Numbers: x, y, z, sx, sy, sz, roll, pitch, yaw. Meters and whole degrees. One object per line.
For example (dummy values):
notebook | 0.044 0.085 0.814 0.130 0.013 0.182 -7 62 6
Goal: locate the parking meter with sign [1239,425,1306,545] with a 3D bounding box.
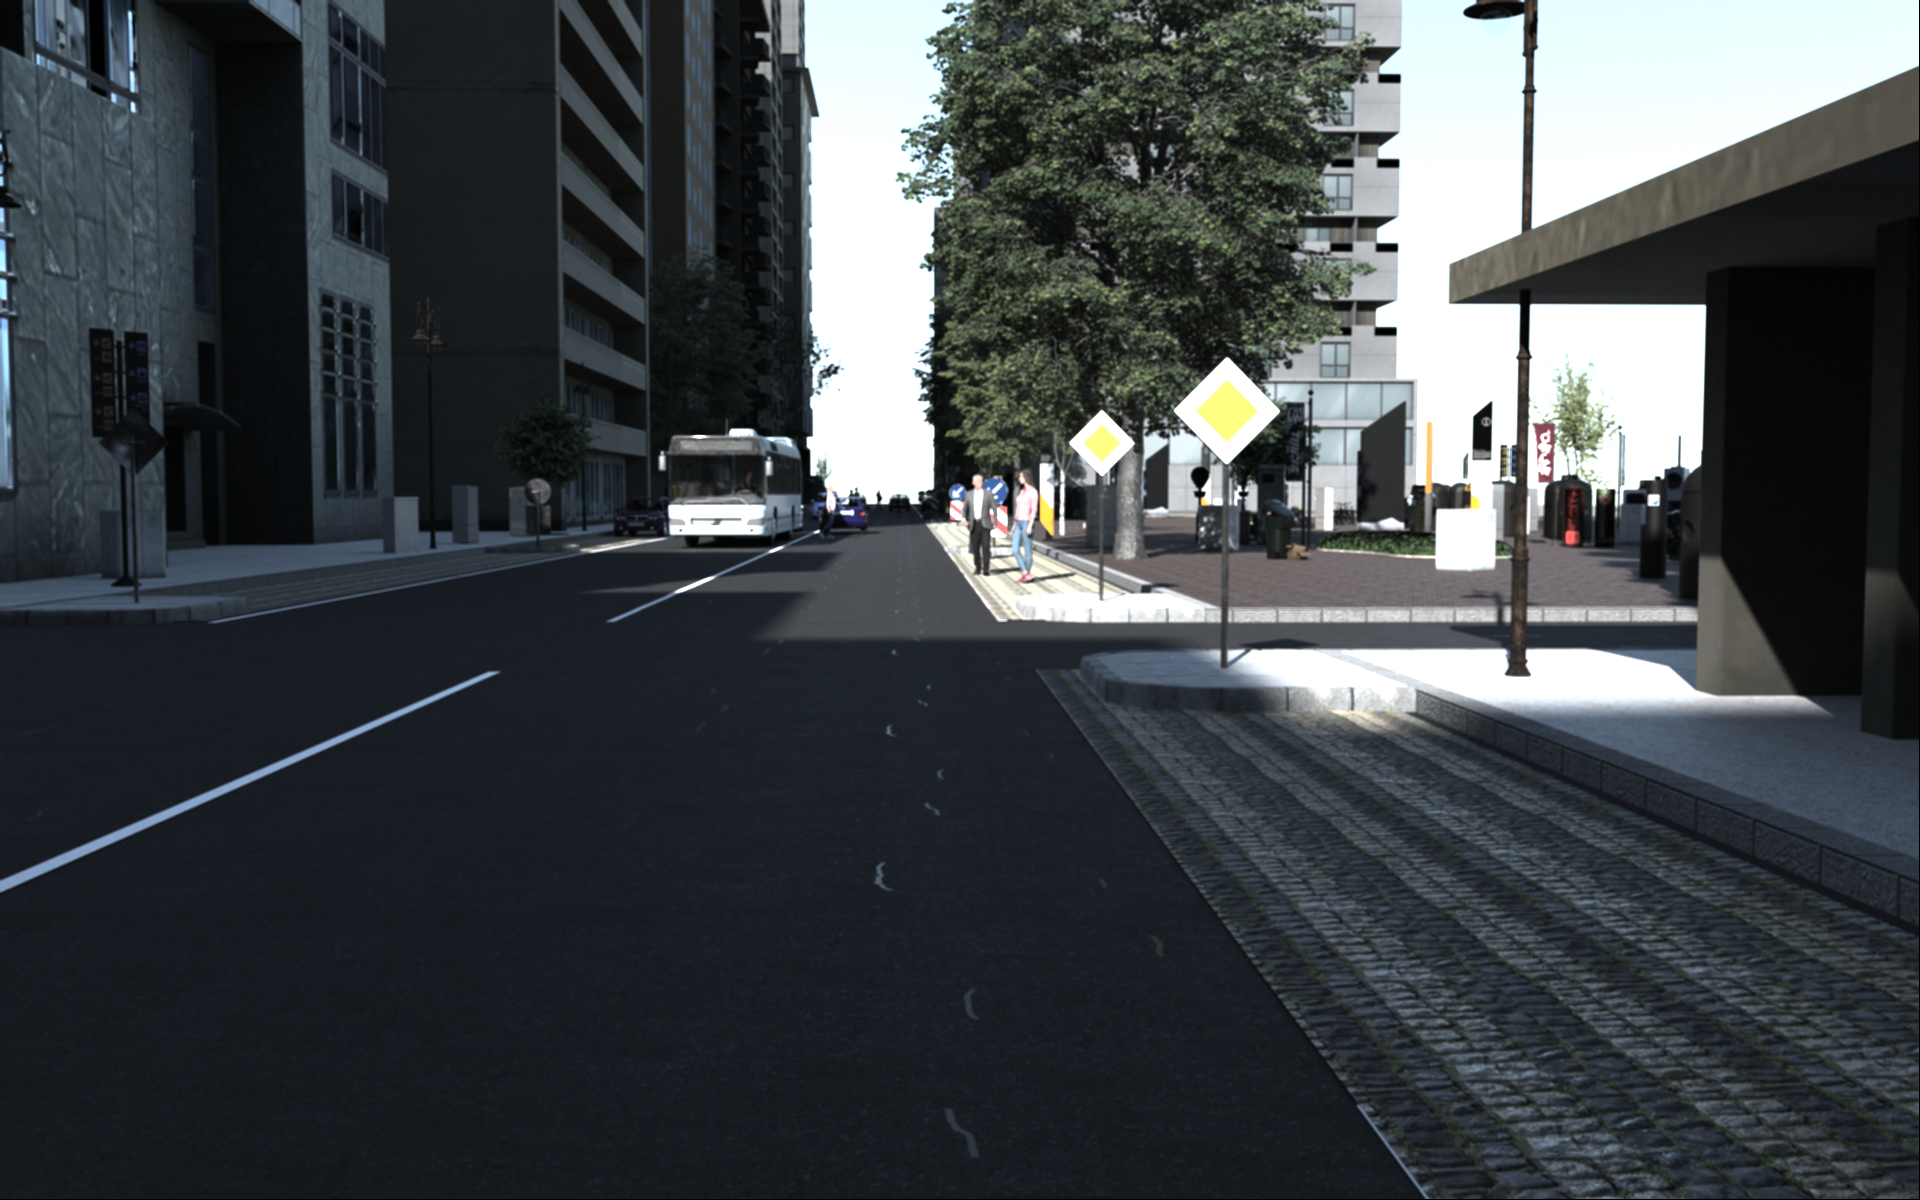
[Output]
parking meter with sign | 7.912 -2.925 44.092 1.738 3.016 0.543 1 4 12

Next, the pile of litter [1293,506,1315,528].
pile of litter | 12.658 -3.154 65.534 1.719 0.858 1.176 1 4 17

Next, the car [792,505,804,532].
car | -7.022 -3.308 66.446 2.083 1.381 4.827 0 4 -3

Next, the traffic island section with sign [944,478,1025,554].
traffic island section with sign | 0.690 -2.061 42.318 1.989 1.847 2.006 0 4 -2

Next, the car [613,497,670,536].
car | -10.747 -2.862 59.382 1.945 1.354 3.894 0 3 0

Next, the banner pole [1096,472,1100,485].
banner pole | 7.844 -6.449 95.452 0.863 3.779 0.401 -1 4 -22

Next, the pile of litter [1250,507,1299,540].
pile of litter | 8.256 -2.081 47.982 1.176 0.858 1.719 -3 5 -43

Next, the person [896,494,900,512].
person | -4.901 -7.640 136.674 0.557 1.426 1.065 0 4 -7

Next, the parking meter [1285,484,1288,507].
parking meter | 16.791 -5.145 89.839 0.255 1.863 0.399 -3 5 -43

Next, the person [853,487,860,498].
person | -5.675 -5.325 95.580 0.581 1.822 0.654 -3 5 -44

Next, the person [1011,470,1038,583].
person | 1.018 -1.177 27.753 0.388 1.821 0.555 -3 5 -42

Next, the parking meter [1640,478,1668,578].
parking meter | 10.640 -1.110 26.560 0.372 1.533 0.369 0 3 0

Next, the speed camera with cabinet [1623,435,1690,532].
speed camera with cabinet | 23.437 -3.914 58.327 2.038 3.252 0.660 3 5 43

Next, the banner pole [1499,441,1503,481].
banner pole | 25.589 -5.619 81.894 0.401 3.779 0.863 2 4 28

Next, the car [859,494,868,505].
car | -13.376 -13.568 232.064 2.015 1.641 3.980 0 4 -3

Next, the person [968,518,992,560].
person | 0.417 -1.754 37.595 0.576 1.772 0.534 1 4 19

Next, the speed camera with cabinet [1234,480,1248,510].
speed camera with cabinet | 13.775 -5.546 85.017 0.660 3.252 2.038 0 4 7

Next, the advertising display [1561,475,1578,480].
advertising display | 20.264 -3.205 57.614 0.123 1.923 0.974 0 4 -7

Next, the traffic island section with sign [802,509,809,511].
traffic island section with sign | -13.845 -8.485 147.363 1.989 1.847 2.006 0 4 -2

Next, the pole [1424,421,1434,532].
pole | 13.159 -3.348 48.588 0.158 3.312 0.155 0 3 0

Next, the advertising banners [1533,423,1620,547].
advertising banners | 14.973 -2.811 42.152 2.074 3.025 0.090 2 4 35

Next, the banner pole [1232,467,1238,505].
banner pole | 9.491 -4.225 59.102 0.401 3.779 0.863 -3 4 -37

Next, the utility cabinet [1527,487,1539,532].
utility cabinet | 19.137 -3.038 58.354 0.318 1.500 1.173 3 4 36

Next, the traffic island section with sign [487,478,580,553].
traffic island section with sign | -10.441 -2.080 42.635 1.989 1.847 2.006 0 4 -2

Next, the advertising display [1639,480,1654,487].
advertising display | 31.075 -4.461 78.148 0.123 1.923 0.974 -2 4 -29

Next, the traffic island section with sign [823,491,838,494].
traffic island section with sign | -15.637 -11.874 202.774 1.989 1.847 2.006 0 4 -2

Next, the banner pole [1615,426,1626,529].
banner pole | 24.404 -4.518 63.886 0.401 3.779 0.863 3 5 40

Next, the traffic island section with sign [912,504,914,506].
traffic island section with sign | -4.503 -11.903 203.246 1.989 1.847 2.006 0 4 -2

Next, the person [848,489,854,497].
person | -7.089 -6.281 111.877 0.721 1.739 1.217 3 5 40

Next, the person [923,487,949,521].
person | -1.220 -5.097 92.046 0.699 1.804 1.509 -3 5 -42

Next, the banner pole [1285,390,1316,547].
banner pole | 8.209 -3.160 41.688 0.863 3.779 0.401 -1 4 -13

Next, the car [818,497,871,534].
car | -4.237 -3.101 63.286 1.945 1.354 3.894 0 4 -3

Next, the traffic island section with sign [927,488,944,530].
traffic island section with sign | -0.222 -3.775 70.350 1.989 1.847 2.006 0 4 -2

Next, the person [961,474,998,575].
person | 0.345 -1.313 30.373 0.661 1.777 0.834 0 4 0

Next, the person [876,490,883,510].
person | -7.291 -9.101 157.169 0.599 1.838 0.709 3 5 43

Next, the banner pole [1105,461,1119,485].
banner pole | 7.489 -5.730 83.704 0.401 3.779 0.863 -2 4 -29

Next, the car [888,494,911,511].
car | -5.088 -8.409 146.284 1.959 1.807 4.718 0 4 -1

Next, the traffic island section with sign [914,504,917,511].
traffic island section with sign | -2.723 -8.507 147.712 1.989 1.847 2.006 0 4 -2

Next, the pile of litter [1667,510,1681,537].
pile of litter | 19.716 -2.106 48.395 1.176 0.858 1.719 1 4 9

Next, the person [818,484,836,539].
person | -4.265 -2.844 55.679 0.598 1.740 0.731 -1 4 -18

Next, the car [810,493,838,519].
car | -7.583 -5.481 99.205 1.945 1.707 3.694 0 4 -3

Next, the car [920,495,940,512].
car | -2.152 -7.501 135.229 1.945 1.354 3.894 0 4 -1

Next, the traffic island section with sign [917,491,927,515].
traffic island section with sign | -1.844 -6.859 120.771 1.989 1.847 2.006 0 4 -2
